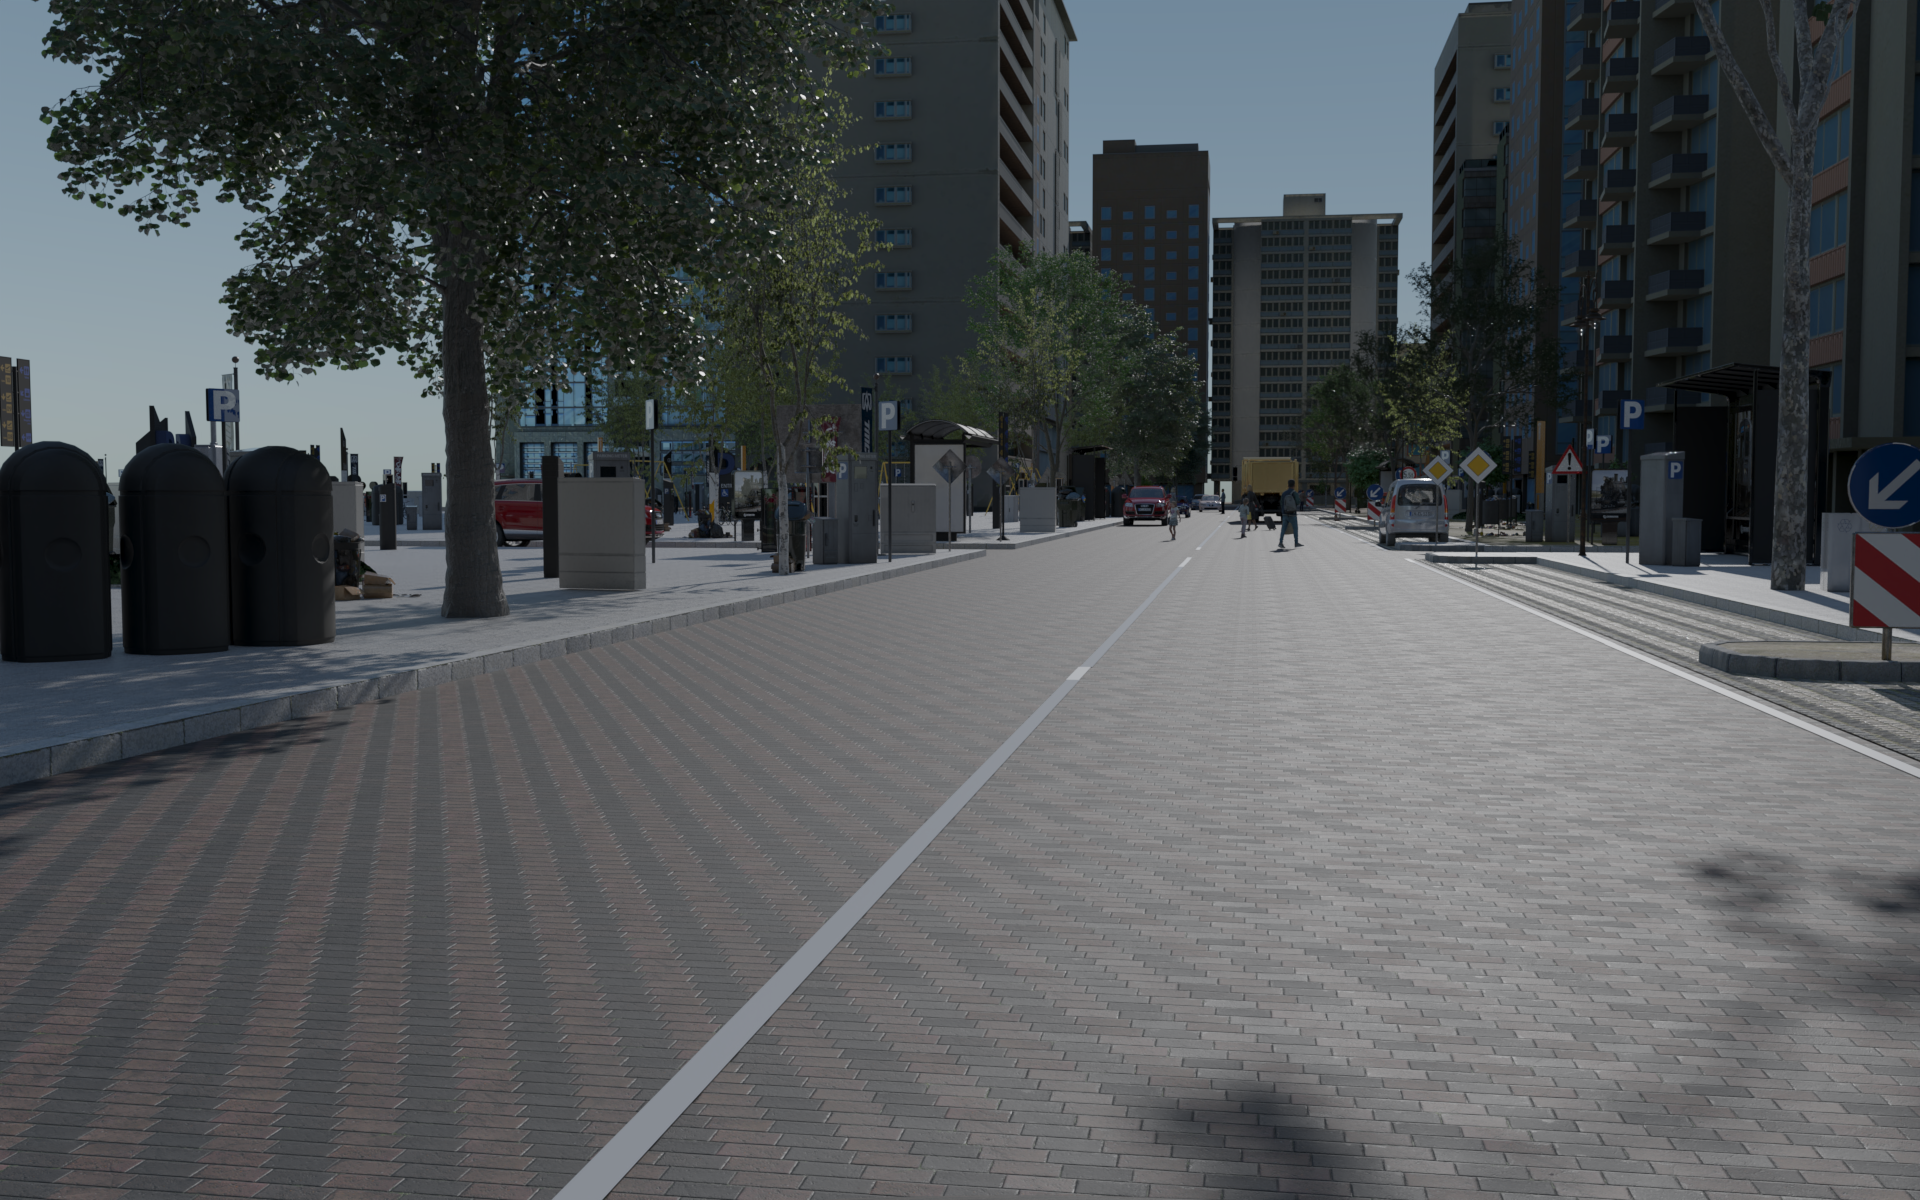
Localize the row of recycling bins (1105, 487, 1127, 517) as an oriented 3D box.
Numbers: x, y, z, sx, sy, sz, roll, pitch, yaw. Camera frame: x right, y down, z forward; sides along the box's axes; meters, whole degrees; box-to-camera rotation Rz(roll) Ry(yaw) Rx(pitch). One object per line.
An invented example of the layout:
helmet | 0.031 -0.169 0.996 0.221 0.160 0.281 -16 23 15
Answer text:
row of recycling bins | 7.477 -5.435 95.969 3.534 1.692 1.069 -1 4 -14

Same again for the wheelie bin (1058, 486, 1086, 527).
wheelie bin | 4.165 -3.602 66.800 0.980 1.594 0.693 2 4 28

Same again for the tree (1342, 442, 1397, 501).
tree | 24.694 -7.396 104.634 4.285 4.588 4.351 0 3 0

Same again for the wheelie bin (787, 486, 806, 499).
wheelie bin | -6.355 -3.700 68.395 0.980 1.594 0.693 -1 4 -11

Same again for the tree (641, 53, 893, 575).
tree | -2.888 -4.689 27.026 4.360 8.622 3.978 0 3 0

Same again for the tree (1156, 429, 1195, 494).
tree | 20.301 -13.148 165.335 4.737 8.622 4.395 0 3 0

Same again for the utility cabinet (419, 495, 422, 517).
utility cabinet | -30.368 -5.368 98.924 1.020 1.237 0.306 -1 4 -14

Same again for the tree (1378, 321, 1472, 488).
tree | 19.689 -7.510 73.145 4.360 8.622 3.978 0 3 0

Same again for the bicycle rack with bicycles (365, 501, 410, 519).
bicycle rack with bicycles | -29.186 -4.582 88.293 2.852 0.926 2.925 0 4 4

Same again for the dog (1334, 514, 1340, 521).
dog | 19.836 -4.324 90.889 0.748 0.427 0.550 -2 4 -30

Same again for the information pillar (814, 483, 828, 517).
information pillar | -3.807 -2.627 47.444 0.304 2.012 0.304 -2 4 -29

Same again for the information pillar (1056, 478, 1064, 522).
information pillar | 4.591 -4.610 79.873 0.304 2.012 0.304 1 4 15

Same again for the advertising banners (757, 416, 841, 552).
advertising banners | -3.553 -2.587 38.478 2.074 3.025 0.090 -2 4 -31

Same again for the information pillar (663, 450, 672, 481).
information pillar | -15.401 -6.114 91.321 0.504 3.616 0.183 -3 4 -36

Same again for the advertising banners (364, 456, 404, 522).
advertising banners | -26.540 -5.117 79.848 0.090 3.025 2.074 3 5 40

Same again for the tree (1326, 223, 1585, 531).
tree | 17.801 -7.629 59.145 7.601 10.594 8.767 0 4 -8

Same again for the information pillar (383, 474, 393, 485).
information pillar | -21.377 -3.687 64.781 0.304 2.012 0.304 -3 4 -39

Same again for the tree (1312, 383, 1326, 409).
tree | 22.770 -9.535 90.314 8.767 10.594 7.601 0 4 7

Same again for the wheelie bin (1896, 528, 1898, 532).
wheelie bin | 25.651 -2.457 48.088 0.693 1.594 0.980 -1 4 -21

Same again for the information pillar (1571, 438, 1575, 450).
information pillar | 25.437 -4.934 72.022 0.183 3.616 0.504 1 4 10

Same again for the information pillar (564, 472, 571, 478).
information pillar | -13.347 -3.322 58.810 0.304 2.012 0.304 -1 4 -11

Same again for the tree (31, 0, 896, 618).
tree | -5.053 -6.793 17.726 9.857 13.997 8.962 0 3 0

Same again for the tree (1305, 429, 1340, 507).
tree | 37.525 -13.957 178.553 4.737 8.622 4.395 0 3 0

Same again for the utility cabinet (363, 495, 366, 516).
utility cabinet | -40.036 -6.421 116.143 1.020 1.237 0.306 0 4 -7

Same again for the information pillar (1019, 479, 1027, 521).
information pillar | 3.033 -4.819 83.286 0.304 2.012 0.304 3 5 41

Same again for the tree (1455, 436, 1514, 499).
tree | 29.451 -6.928 96.993 4.285 4.588 4.351 0 3 0

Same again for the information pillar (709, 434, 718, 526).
information pillar | -9.602 -4.655 67.459 0.183 3.616 0.504 2 4 27

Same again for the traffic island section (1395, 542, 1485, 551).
traffic island section | 12.304 -1.367 44.636 2.009 0.180 2.903 1 4 9

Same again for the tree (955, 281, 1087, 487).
tree | 2.296 -6.685 59.655 4.360 8.622 3.978 0 3 0

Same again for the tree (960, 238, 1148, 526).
tree | 3.793 -8.813 69.850 9.928 11.665 9.643 0 3 0

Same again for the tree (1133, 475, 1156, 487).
tree | 14.055 -8.416 132.210 1.663 3.219 1.824 0 3 0

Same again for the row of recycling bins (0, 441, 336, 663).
row of recycling bins | -6.758 -0.414 13.885 1.069 1.692 3.534 3 5 45

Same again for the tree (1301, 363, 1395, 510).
tree | 30.612 -12.861 136.025 9.928 11.665 9.643 0 3 0

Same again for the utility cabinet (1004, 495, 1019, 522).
utility cabinet | 2.263 -4.172 79.372 0.306 1.237 1.020 -2 4 -35

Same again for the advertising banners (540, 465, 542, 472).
advertising banners | -23.955 -6.540 103.113 2.074 3.025 0.090 0 4 4

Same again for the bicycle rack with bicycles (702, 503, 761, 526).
bicycle rack with bicycles | -9.402 -3.558 71.558 2.852 0.926 2.925 -1 4 -17

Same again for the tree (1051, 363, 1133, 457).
tree | 7.234 -8.793 94.122 4.737 8.622 4.395 0 3 0

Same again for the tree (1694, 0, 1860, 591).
tree | 10.072 -10.262 23.675 12.611 20.169 13.585 0 3 0

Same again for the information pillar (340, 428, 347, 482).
information pillar | -21.786 -4.275 61.250 0.183 3.616 0.504 0 4 -6

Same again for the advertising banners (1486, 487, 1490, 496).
advertising banners | 31.861 -6.655 104.999 0.090 3.025 2.074 0 4 0

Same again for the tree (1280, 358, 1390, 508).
tree | 33.903 -14.997 155.575 12.009 13.543 11.850 0 3 0

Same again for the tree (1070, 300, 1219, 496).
tree | 11.689 -12.616 112.935 9.857 13.997 8.962 0 3 0

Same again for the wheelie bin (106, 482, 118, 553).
wheelie bin | -15.872 -1.453 31.657 0.980 1.594 0.693 1 4 12

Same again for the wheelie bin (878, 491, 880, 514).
wheelie bin | -4.876 -6.291 110.768 0.980 1.594 0.693 2 4 29

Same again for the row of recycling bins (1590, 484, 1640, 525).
row of recycling bins | 28.185 -4.057 73.444 3.534 1.692 1.069 -2 4 -27

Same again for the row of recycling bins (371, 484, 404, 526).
row of recycling bins | -23.859 -3.989 72.331 1.069 1.692 3.534 -1 4 -10

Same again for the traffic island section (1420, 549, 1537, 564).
traffic island section | 10.983 -0.886 36.761 2.009 0.180 2.903 1 4 9

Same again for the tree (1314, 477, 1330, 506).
tree | 39.965 -12.056 191.719 1.663 3.219 1.824 0 3 0

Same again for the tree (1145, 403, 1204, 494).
tree | 21.163 -14.810 176.550 7.601 10.594 8.767 -1 4 -12

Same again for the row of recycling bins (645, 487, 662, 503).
row of recycling bins | -20.639 -6.712 116.858 1.069 1.692 3.534 -1 4 -12

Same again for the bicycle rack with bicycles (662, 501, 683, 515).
bicycle rack with bicycles | -18.438 -5.808 108.339 2.852 0.926 2.925 -1 4 -14

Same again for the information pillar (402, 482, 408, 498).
information pillar | -34.034 -6.216 106.118 0.304 2.012 0.304 -2 4 -34

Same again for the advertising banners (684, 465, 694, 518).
advertising banners | -14.482 -5.908 92.776 0.090 3.025 2.074 0 4 5

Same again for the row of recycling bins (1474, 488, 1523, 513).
row of recycling bins | 35.664 -6.616 115.286 3.534 1.692 1.069 0 4 -2
